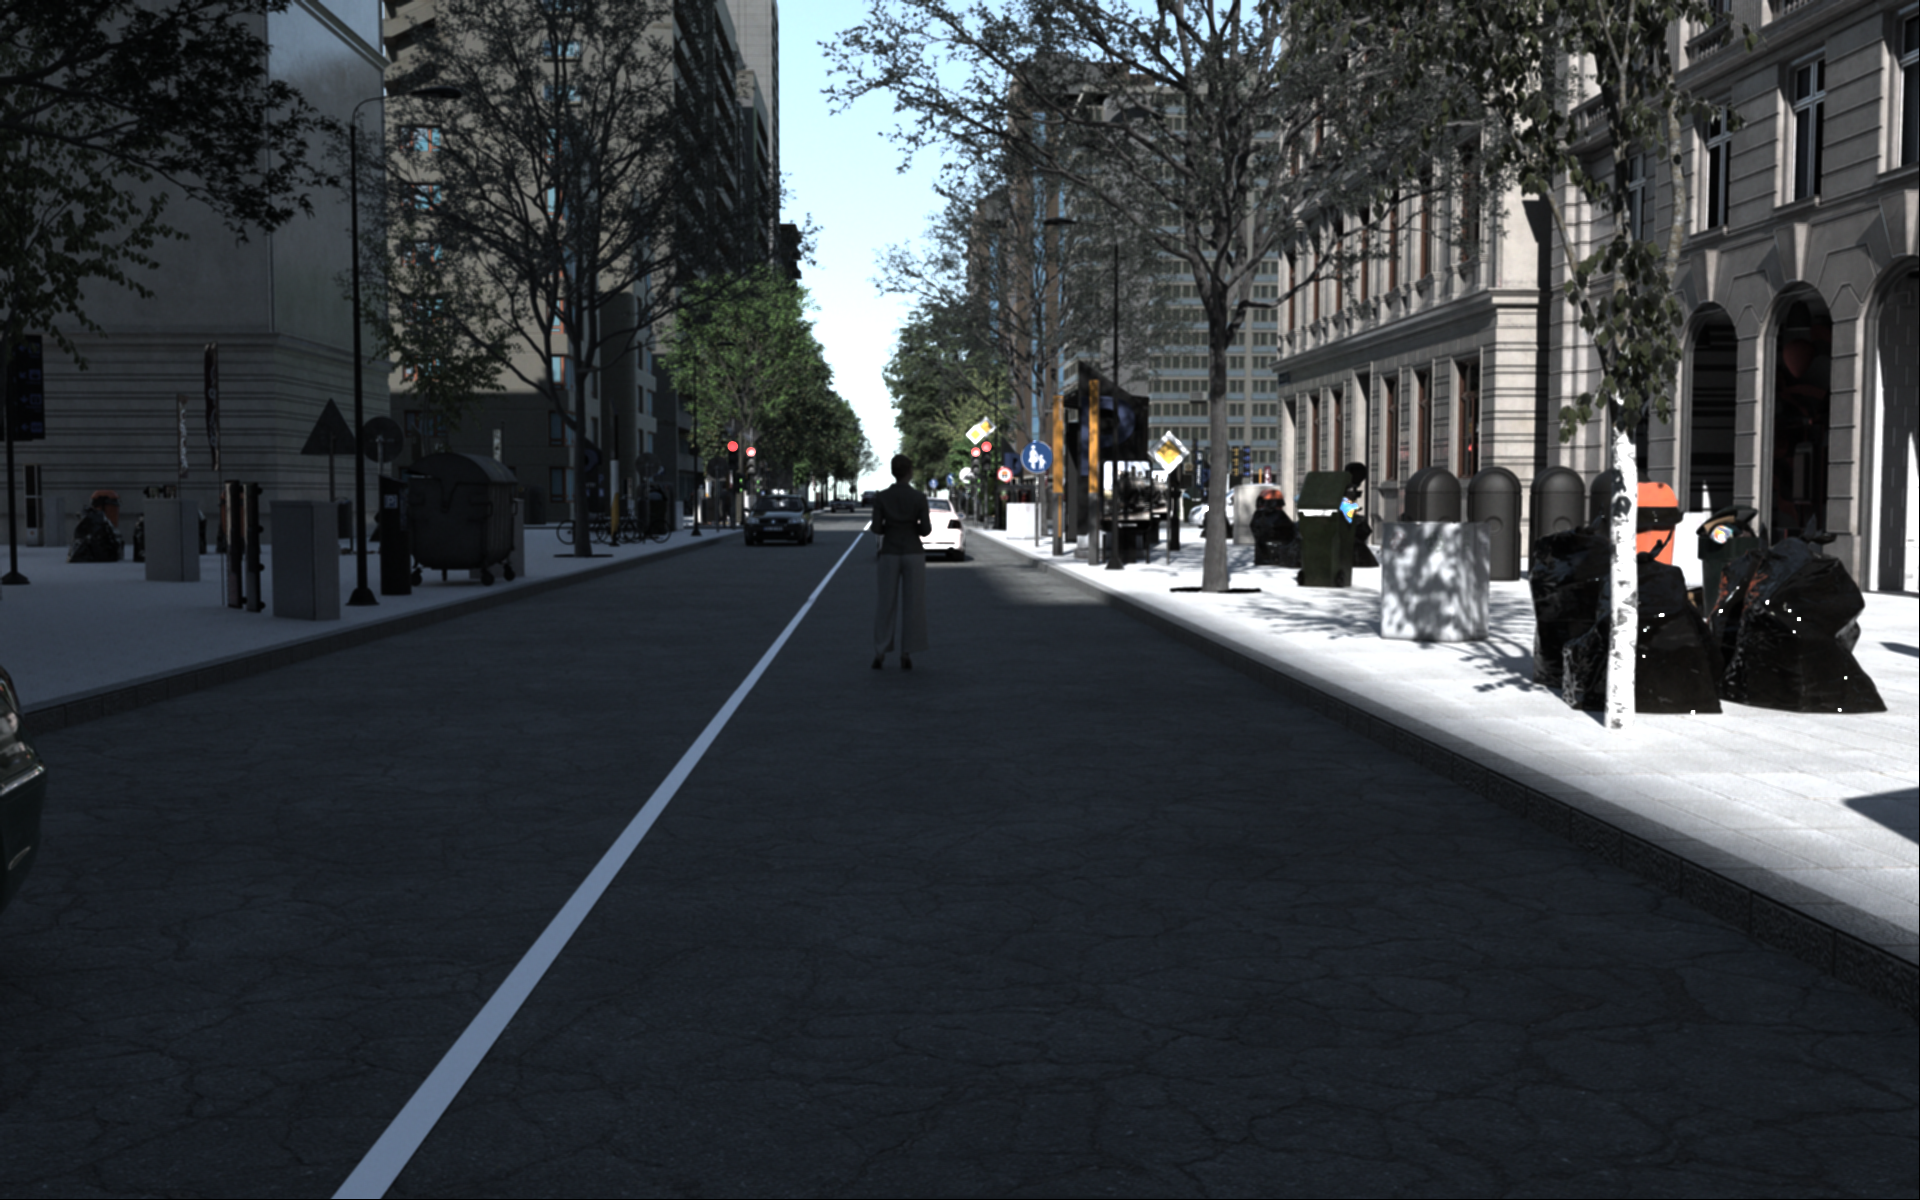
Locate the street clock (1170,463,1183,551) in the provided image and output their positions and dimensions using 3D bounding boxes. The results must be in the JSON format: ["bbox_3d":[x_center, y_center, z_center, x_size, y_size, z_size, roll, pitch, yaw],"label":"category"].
[{"bbox_3d":[4.862,-2.116,39.163,0.358,2.002,0.471,2,4,24],"label":"street clock"}]

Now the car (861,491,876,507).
[{"bbox_3d":[-10.198,-11.559,197.654,2.281,1.827,5.304,0,4,-2],"label":"car"}]

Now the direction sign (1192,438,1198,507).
[{"bbox_3d":[9.593,-4.816,70.736,0.379,3.537,0.876,1,4,20],"label":"direction sign"}]

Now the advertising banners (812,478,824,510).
[{"bbox_3d":[-11.662,-8.929,142.170,0.090,3.025,2.074,-2,4,-31],"label":"advertising banners"}]

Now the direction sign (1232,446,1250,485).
[{"bbox_3d":[13.200,-5.470,81.438,0.876,3.537,0.379,2,4,24],"label":"direction sign"}]

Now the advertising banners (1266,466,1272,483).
[{"bbox_3d":[18.714,-6.895,108.920,0.090,3.025,2.074,-3,5,-41],"label":"advertising banners"}]

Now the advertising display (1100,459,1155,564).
[{"bbox_3d":[3.058,-1.631,31.887,0.974,1.923,0.123,-1,4,-14],"label":"advertising display"}]

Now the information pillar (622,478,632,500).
[{"bbox_3d":[-15.486,-4.655,80.600,0.304,2.012,0.304,1,4,20],"label":"information pillar"}]

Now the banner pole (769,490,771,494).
[{"bbox_3d":[-11.525,-7.031,104.967,0.401,3.779,0.863,0,4,-7],"label":"banner pole"}]

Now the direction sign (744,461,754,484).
[{"bbox_3d":[-12.071,-6.562,99.291,0.876,3.537,0.379,0,4,-4],"label":"direction sign"}]

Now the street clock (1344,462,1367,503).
[{"bbox_3d":[9.023,-2.141,39.576,0.471,2.002,0.358,-1,4,-20],"label":"street clock"}]

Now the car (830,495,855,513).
[{"bbox_3d":[-9.027,-7.388,133.375,1.945,1.354,3.894,0,4,-2],"label":"car"}]

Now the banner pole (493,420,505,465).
[{"bbox_3d":[-15.633,-4.212,58.883,0.863,3.779,0.401,3,5,43],"label":"banner pole"}]

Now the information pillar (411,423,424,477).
[{"bbox_3d":[-17.838,-4.013,56.973,0.504,3.616,0.183,2,4,29],"label":"information pillar"}]

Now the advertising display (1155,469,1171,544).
[{"bbox_3d":[4.980,-2.428,44.905,0.974,1.923,0.123,0,4,-1],"label":"advertising display"}]

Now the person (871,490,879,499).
[{"bbox_3d":[-8.493,-10.373,177.726,1.348,1.869,0.705,-3,4,-36],"label":"person"}]

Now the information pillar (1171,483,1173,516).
[{"bbox_3d":[10.296,-4.944,85.323,0.304,2.012,0.304,-1,4,-16],"label":"information pillar"}]

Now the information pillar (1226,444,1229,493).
[{"bbox_3d":[10.646,-4.804,69.892,0.504,3.616,0.183,-3,4,-36],"label":"information pillar"}]

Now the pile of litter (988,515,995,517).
[{"bbox_3d":[1.813,-5.172,98.522,1.176,0.858,1.719,-2,4,-24],"label":"pile of litter"}]

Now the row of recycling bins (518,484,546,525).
[{"bbox_3d":[-18.078,-4.048,73.297,1.069,1.692,3.534,-1,4,-19],"label":"row of recycling bins"}]

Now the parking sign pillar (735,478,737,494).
[{"bbox_3d":[-18.212,-9.496,143.724,1.447,3.967,1.447,1,4,19],"label":"parking sign pillar"}]

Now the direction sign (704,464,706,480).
[{"bbox_3d":[-16.071,-7.210,109.885,0.379,3.537,0.876,-2,4,-27],"label":"direction sign"}]

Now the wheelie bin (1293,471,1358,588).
[{"bbox_3d":[5.069,-0.984,23.995,0.980,1.594,0.693,3,4,38],"label":"wheelie bin"}]

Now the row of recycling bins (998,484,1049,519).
[{"bbox_3d":[2.468,-3.998,72.478,1.069,1.692,3.534,2,4,25],"label":"row of recycling bins"}]

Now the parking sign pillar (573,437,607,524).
[{"bbox_3d":[-15.971,-5.266,74.566,1.447,3.967,1.447,2,4,26],"label":"parking sign pillar"}]

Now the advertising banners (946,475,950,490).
[{"bbox_3d":[-0.421,-7.576,120.056,0.090,3.025,2.074,2,4,34],"label":"advertising banners"}]

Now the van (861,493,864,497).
[{"bbox_3d":[-11.564,-13.015,219.812,2.013,2.044,4.112,0,4,-2],"label":"van"}]

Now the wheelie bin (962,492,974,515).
[{"bbox_3d":[0.560,-6.061,107.006,0.693,1.594,0.980,2,4,25],"label":"wheelie bin"}]

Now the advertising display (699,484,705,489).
[{"bbox_3d":[-17.010,-6.667,114.226,0.123,1.923,0.974,-1,4,-23],"label":"advertising display"}]

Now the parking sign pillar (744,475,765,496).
[{"bbox_3d":[-16.218,-9.228,139.342,1.447,3.967,1.447,-3,5,-41],"label":"parking sign pillar"}]

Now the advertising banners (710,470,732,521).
[{"bbox_3d":[-11.280,-5.283,82.572,0.090,3.025,2.074,2,4,26],"label":"advertising banners"}]

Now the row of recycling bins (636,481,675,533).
[{"bbox_3d":[-10.194,-3.105,57.877,1.069,1.692,3.534,0,4,-1],"label":"row of recycling bins"}]

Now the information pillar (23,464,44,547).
[{"bbox_3d":[-22.549,-2.304,42.162,0.304,2.012,0.304,0,4,-6],"label":"information pillar"}]

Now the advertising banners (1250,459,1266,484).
[{"bbox_3d":[14.846,-5.543,86.815,0.090,3.025,2.074,2,4,28],"label":"advertising banners"}]

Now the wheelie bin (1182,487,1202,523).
[{"bbox_3d":[10.377,-4.276,77.828,0.980,1.594,0.693,-3,4,-36],"label":"wheelie bin"}]

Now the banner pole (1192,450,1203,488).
[{"bbox_3d":[11.945,-5.965,87.548,0.401,3.779,0.863,-3,5,-40],"label":"banner pole"}]

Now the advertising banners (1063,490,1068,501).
[{"bbox_3d":[4.178,-3.948,60.740,2.074,3.025,0.090,-2,4,-30],"label":"advertising banners"}]

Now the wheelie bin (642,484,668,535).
[{"bbox_3d":[-9.584,-2.843,54.395,0.693,1.594,0.980,-2,4,-34],"label":"wheelie bin"}]

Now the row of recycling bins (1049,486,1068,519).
[{"bbox_3d":[5.570,-4.871,86.752,1.069,1.692,3.534,-3,5,-43],"label":"row of recycling bins"}]

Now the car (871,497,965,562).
[{"bbox_3d":[-0.900,-1.572,38.060,2.083,1.381,4.827,0,4,-3],"label":"car"}]

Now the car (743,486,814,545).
[{"bbox_3d":[-5.150,-2.430,49.519,2.009,1.686,4.222,0,4,-1],"label":"car"}]

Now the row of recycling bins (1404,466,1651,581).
[{"bbox_3d":[8.436,-1.141,25.765,3.534,1.692,1.069,1,4,9],"label":"row of recycling bins"}]

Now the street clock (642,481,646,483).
[{"bbox_3d":[-16.845,-5.414,93.091,0.471,2.002,0.358,2,4,32],"label":"street clock"}]

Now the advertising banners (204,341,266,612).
[{"bbox_3d":[-8.168,-1.422,19.442,0.090,3.025,2.074,-3,4,-37],"label":"advertising banners"}]

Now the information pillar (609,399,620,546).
[{"bbox_3d":[-8.476,-3.126,42.470,0.183,3.616,0.504,-2,4,-25],"label":"information pillar"}]

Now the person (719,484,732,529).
[{"bbox_3d":[-8.934,-3.522,66.052,0.622,1.834,0.822,-1,4,-17],"label":"person"}]

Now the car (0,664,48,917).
[{"bbox_3d":[-3.437,0.542,2.942,2.131,1.459,4.920,0,4,-2],"label":"car"}]

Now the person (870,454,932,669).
[{"bbox_3d":[-0.473,-0.316,14.222,0.519,1.759,0.362,0,4,6],"label":"person"}]

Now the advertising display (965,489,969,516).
[{"bbox_3d":[0.390,-6.000,103.306,0.123,1.923,0.974,0,4,-7],"label":"advertising display"}]

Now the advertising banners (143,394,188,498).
[{"bbox_3d":[-13.582,-2.051,29.729,0.090,3.025,2.074,0,4,-5],"label":"advertising banners"}]

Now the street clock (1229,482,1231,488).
[{"bbox_3d":[14.846,-5.635,96.694,0.471,2.002,0.358,-1,4,-8],"label":"street clock"}]

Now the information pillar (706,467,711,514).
[{"bbox_3d":[-13.981,-6.419,96.301,0.183,3.616,0.504,1,4,15],"label":"information pillar"}]

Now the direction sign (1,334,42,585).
[{"bbox_3d":[-13.443,-1.990,24.533,0.876,3.537,0.379,-2,4,-30],"label":"direction sign"}]

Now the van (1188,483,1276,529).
[{"bbox_3d":[10.829,-3.636,66.456,4.112,2.044,2.013,0,4,-1],"label":"van"}]

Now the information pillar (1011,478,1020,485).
[{"bbox_3d":[2.484,-4.493,77.952,0.304,2.012,0.304,2,4,27],"label":"information pillar"}]

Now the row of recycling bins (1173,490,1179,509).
[{"bbox_3d":[12.728,-6.493,113.272,3.534,1.692,1.069,-2,4,-29],"label":"row of recycling bins"}]

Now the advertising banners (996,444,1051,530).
[{"bbox_3d":[2.246,-3.976,61.203,2.074,3.025,0.090,2,4,23],"label":"advertising banners"}]

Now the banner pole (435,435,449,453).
[{"bbox_3d":[-21.713,-5.065,72.834,0.401,3.779,0.863,3,4,37],"label":"banner pole"}]
